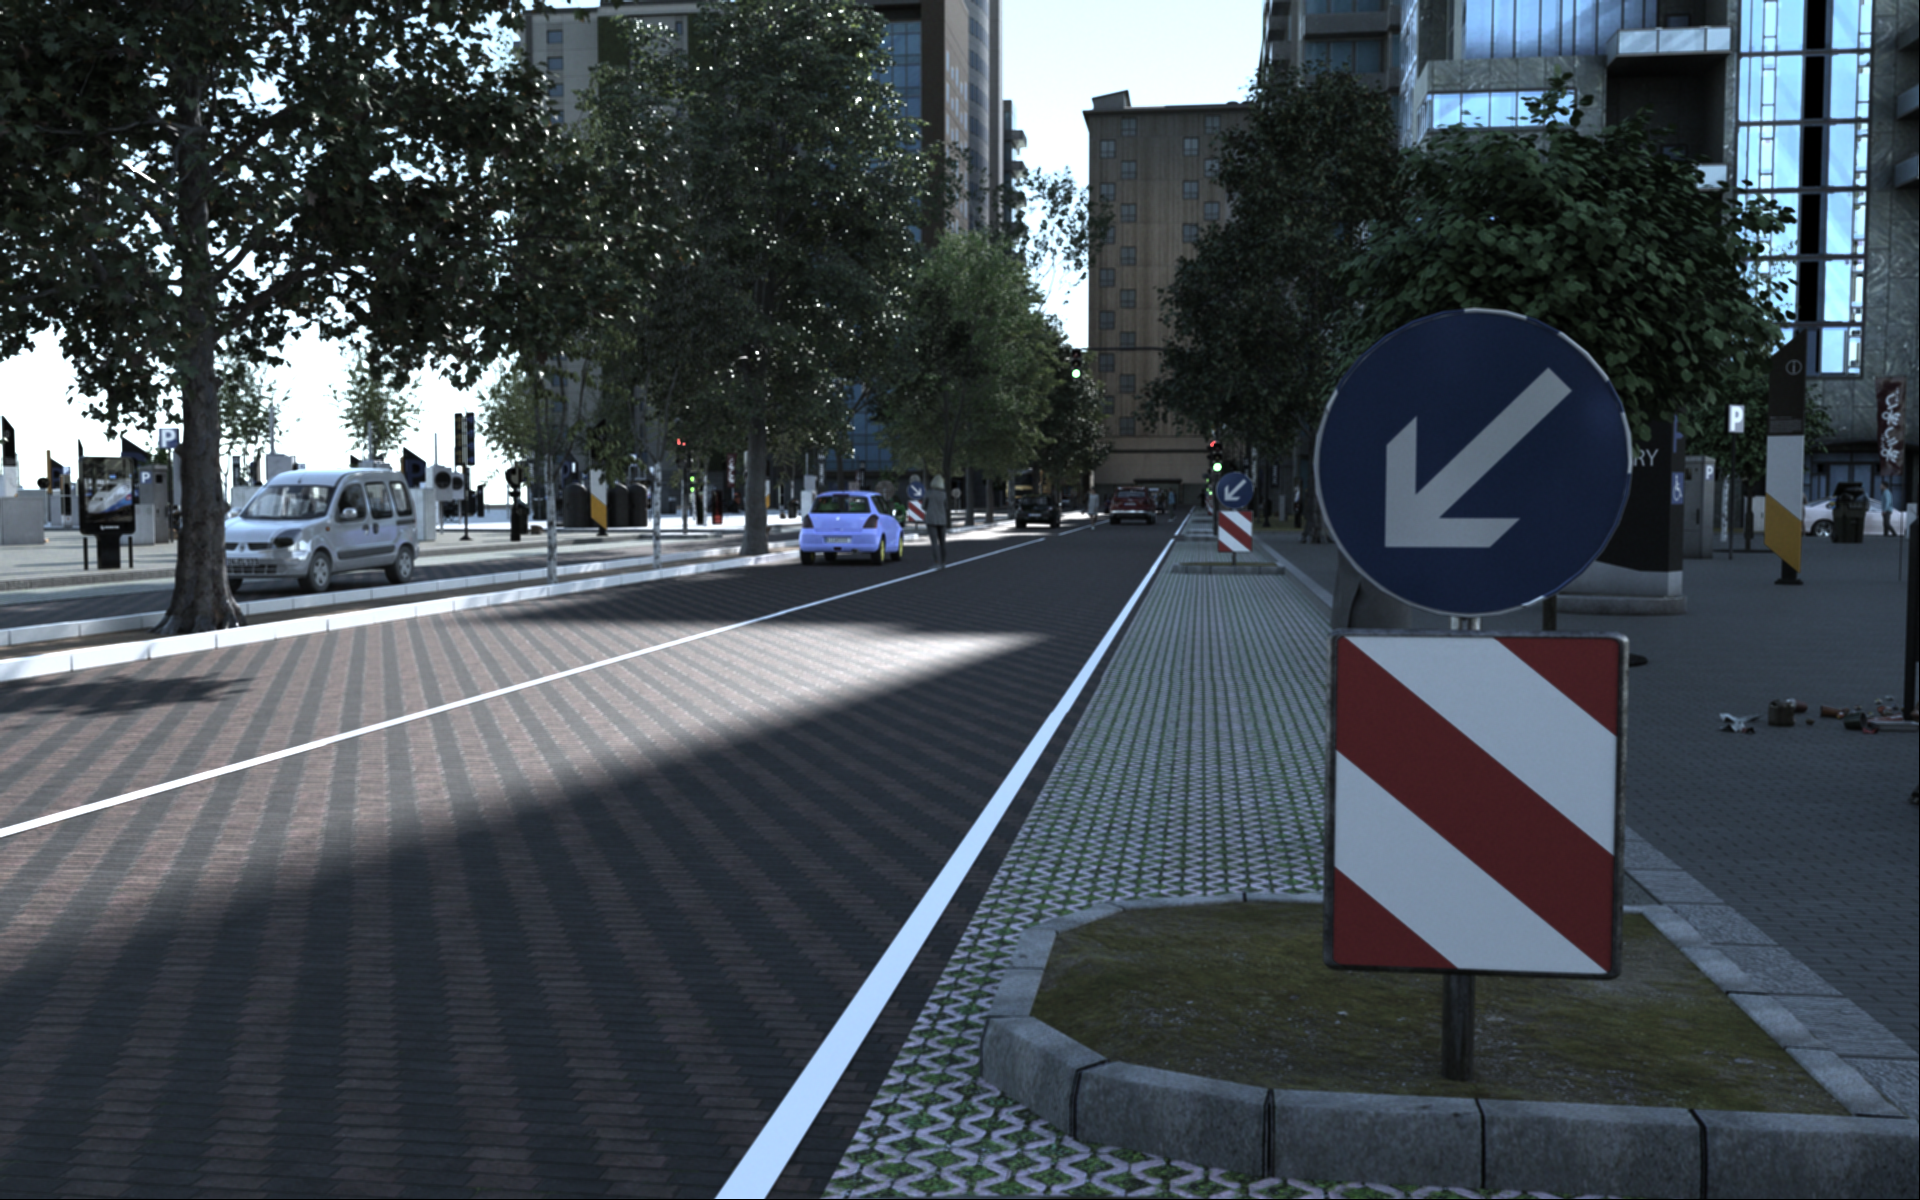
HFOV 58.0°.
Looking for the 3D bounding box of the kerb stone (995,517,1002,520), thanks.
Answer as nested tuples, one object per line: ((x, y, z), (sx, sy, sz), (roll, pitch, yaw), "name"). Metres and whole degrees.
((2.069, -4.485, 95.532), (0.120, 0.150, 1.000), (0, 4, 8), "kerb stone")

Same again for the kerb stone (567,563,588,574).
((-6.955, -0.543, 31.070), (0.120, 0.150, 1.000), (0, 4, 8), "kerb stone")

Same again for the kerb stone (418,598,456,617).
((-6.304, 0.098, 20.622), (0.120, 0.150, 1.000), (0, 4, 8), "kerb stone")

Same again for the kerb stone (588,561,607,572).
((-6.822, -0.605, 32.086), (0.120, 0.150, 1.000), (0, 4, 8), "kerb stone")

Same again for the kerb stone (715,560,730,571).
((-4.591, -0.644, 32.807), (0.120, 0.150, 1.000), (0, 4, 8), "kerb stone")

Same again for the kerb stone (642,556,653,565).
((-6.393, -0.787, 35.153), (0.120, 0.150, 1.000), (0, 4, 8), "kerb stone")

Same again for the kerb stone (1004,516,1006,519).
((2.349, -4.607, 97.571), (0.120, 0.150, 1.000), (0, 4, 8), "kerb stone")

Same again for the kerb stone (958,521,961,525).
((-0.207, -3.493, 79.303), (0.120, 0.150, 1.000), (0, 4, 8), "kerb stone")

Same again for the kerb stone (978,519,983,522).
((0.926, -3.987, 87.411), (0.120, 0.150, 1.000), (0, 4, 8), "kerb stone")

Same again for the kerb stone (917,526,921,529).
((-1.771, -2.808, 68.158), (0.120, 0.150, 1.000), (0, 4, 8), "kerb stone")

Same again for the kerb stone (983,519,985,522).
((1.066, -4.051, 88.424), (0.120, 0.150, 1.000), (0, 4, 8), "kerb stone")

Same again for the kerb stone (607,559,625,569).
((-6.671, -0.665, 33.116), (0.120, 0.150, 1.000), (0, 4, 8), "kerb stone")

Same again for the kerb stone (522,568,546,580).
((-7.239, -0.419, 29.046), (0.120, 0.150, 1.000), (0, 4, 8), "kerb stone")

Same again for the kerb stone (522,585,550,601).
((-5.879, -0.090, 23.669), (0.120, 0.150, 1.000), (0, 4, 8), "kerb stone")

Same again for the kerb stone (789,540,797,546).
((-4.686, -1.537, 47.328), (0.120, 0.150, 1.000), (0, 4, 8), "kerb stone")

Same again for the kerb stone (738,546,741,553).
((-5.391, -1.219, 42.252), (0.120, 0.150, 1.000), (0, 4, 8), "kerb stone")

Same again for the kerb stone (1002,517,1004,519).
((2.199, -4.547, 96.546), (0.120, 0.150, 1.000), (0, 4, 8), "kerb stone")

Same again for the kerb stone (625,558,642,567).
((-6.537, -0.730, 34.137), (0.120, 0.150, 1.000), (0, 4, 8), "kerb stone")

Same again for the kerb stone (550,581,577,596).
((-5.732, -0.150, 24.680), (0.120, 0.150, 1.000), (0, 4, 8), "kerb stone")

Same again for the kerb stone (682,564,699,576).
((-4.884, -0.524, 30.767), (0.120, 0.150, 1.000), (0, 4, 8), "kerb stone")

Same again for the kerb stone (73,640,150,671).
((-7.160, 0.471, 14.497), (0.120, 0.150, 1.000), (0, 4, 8), "kerb stone")

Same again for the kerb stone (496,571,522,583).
((-7.389, -0.357, 28.028), (0.120, 0.150, 1.000), (0, 4, 8), "kerb stone")

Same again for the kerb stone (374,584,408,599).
((-7.954, -0.106, 23.963), (0.120, 0.150, 1.000), (0, 4, 8), "kerb stone")

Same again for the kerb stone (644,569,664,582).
((-5.171, -0.397, 28.732), (0.120, 0.150, 1.000), (0, 4, 8), "kerb stone")

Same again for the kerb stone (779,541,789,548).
((-4.826, -1.475, 46.310), (0.120, 0.150, 1.000), (0, 4, 8), "kerb stone")

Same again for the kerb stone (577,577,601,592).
((-5.594, -0.214, 25.694), (0.120, 0.150, 1.000), (0, 4, 8), "kerb stone")

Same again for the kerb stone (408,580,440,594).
((-7.815, -0.170, 24.978), (0.120, 0.150, 1.000), (0, 4, 8), "kerb stone")

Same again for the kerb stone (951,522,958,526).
((-0.351, -3.428, 78.289), (0.120, 0.150, 1.000), (0, 4, 8), "kerb stone")

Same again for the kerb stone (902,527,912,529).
((-2.052, -2.686, 66.106), (0.120, 0.150, 1.000), (0, 4, 8), "kerb stone")

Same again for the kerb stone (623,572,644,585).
((-5.311, -0.338, 27.719), (0.120, 0.150, 1.000), (0, 4, 8), "kerb stone")

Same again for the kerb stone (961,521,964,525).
((-0.061, -3.546, 80.317), (0.120, 0.150, 1.000), (0, 4, 8), "kerb stone")

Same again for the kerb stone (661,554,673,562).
((-6.248, -0.853, 36.165), (0.120, 0.150, 1.000), (0, 4, 8), "kerb stone")

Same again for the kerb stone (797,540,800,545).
((-4.542, -1.598, 48.344), (0.120, 0.150, 1.000), (0, 4, 8), "kerb stone")

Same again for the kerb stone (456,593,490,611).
((-6.159, 0.034, 21.633), (0.120, 0.150, 1.000), (0, 4, 8), "kerb stone")

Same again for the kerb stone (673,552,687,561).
((-6.113, -0.917, 37.181), (0.120, 0.150, 1.000), (0, 4, 8), "kerb stone")

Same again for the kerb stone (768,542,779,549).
((-4.974, -1.413, 45.297), (0.120, 0.150, 1.000), (0, 4, 8), "kerb stone")

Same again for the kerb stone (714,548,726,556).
((-5.679, -1.103, 40.228), (0.120, 0.150, 1.000), (0, 4, 8), "kerb stone")

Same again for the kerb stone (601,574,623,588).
((-5.454, -0.276, 26.707), (0.120, 0.150, 1.000), (0, 4, 8), "kerb stone")

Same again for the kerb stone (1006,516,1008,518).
((2.486, -4.673, 98.593), (0.120, 0.150, 1.000), (0, 4, 8), "kerb stone")

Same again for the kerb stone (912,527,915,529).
((-1.913, -2.747, 67.135), (0.120, 0.150, 1.000), (0, 4, 8), "kerb stone")

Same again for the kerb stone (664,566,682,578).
((-5.027, -0.462, 29.750), (0.120, 0.150, 1.000), (0, 4, 8), "kerb stone")

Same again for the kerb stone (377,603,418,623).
((-6.448, 0.158, 19.608), (0.120, 0.150, 1.000), (0, 4, 8), "kerb stone")

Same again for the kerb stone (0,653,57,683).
((-7.304, 0.533, 13.485), (0.120, 0.150, 1.000), (0, 4, 8), "kerb stone")

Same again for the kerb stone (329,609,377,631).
((-6.584, 0.227, 18.591), (0.120, 0.150, 1.000), (0, 4, 8), "kerb stone")

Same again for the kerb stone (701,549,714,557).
((-5.821, -1.041, 39.213), (0.120, 0.150, 1.000), (0, 4, 8), "kerb stone")

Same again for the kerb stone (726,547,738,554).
((-5.541, -1.164, 41.240), (0.120, 0.150, 1.000), (0, 4, 8), "kerb stone")

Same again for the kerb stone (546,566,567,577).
((-7.100, -0.481, 30.058), (0.120, 0.150, 1.000), (0, 4, 8), "kerb stone")

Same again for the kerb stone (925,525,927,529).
((-1.486, -2.932, 70.187), (0.120, 0.150, 1.000), (0, 4, 8), "kerb stone")

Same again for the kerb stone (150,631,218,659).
((-7.016, 0.410, 15.530), (0.120, 0.150, 1.000), (0, 4, 8), "kerb stone")

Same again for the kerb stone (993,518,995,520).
((1.636, -4.297, 92.476), (0.120, 0.150, 1.000), (0, 4, 8), "kerb stone")

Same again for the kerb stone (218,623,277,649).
((-6.870, 0.346, 16.546), (0.120, 0.150, 1.000), (0, 4, 8), "kerb stone")

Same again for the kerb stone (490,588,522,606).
((-6.018, -0.023, 22.654), (0.120, 0.150, 1.000), (0, 4, 8), "kerb stone")

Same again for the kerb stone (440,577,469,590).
((-7.674, -0.232, 25.990), (0.120, 0.150, 1.000), (0, 4, 8), "kerb stone")

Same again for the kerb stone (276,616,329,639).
((-6.732, 0.283, 17.571), (0.120, 0.150, 1.000), (0, 4, 8), "kerb stone")

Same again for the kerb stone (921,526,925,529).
((-1.625, -2.873, 69.172), (0.120, 0.150, 1.000), (0, 4, 8), "kerb stone")

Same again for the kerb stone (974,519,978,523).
((0.643, -3.861, 85.386), (0.120, 0.150, 1.000), (0, 4, 8), "kerb stone")

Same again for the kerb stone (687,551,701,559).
((-5.966, -0.976, 38.199), (0.120, 0.150, 1.000), (0, 4, 8), "kerb stone")

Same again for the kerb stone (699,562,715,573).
((-4.738, -0.586, 31.778), (0.120, 0.150, 1.000), (0, 4, 8), "kerb stone")

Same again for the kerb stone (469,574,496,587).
((-7.533, -0.294, 27.002), (0.120, 0.150, 1.000), (0, 4, 8), "kerb stone")
